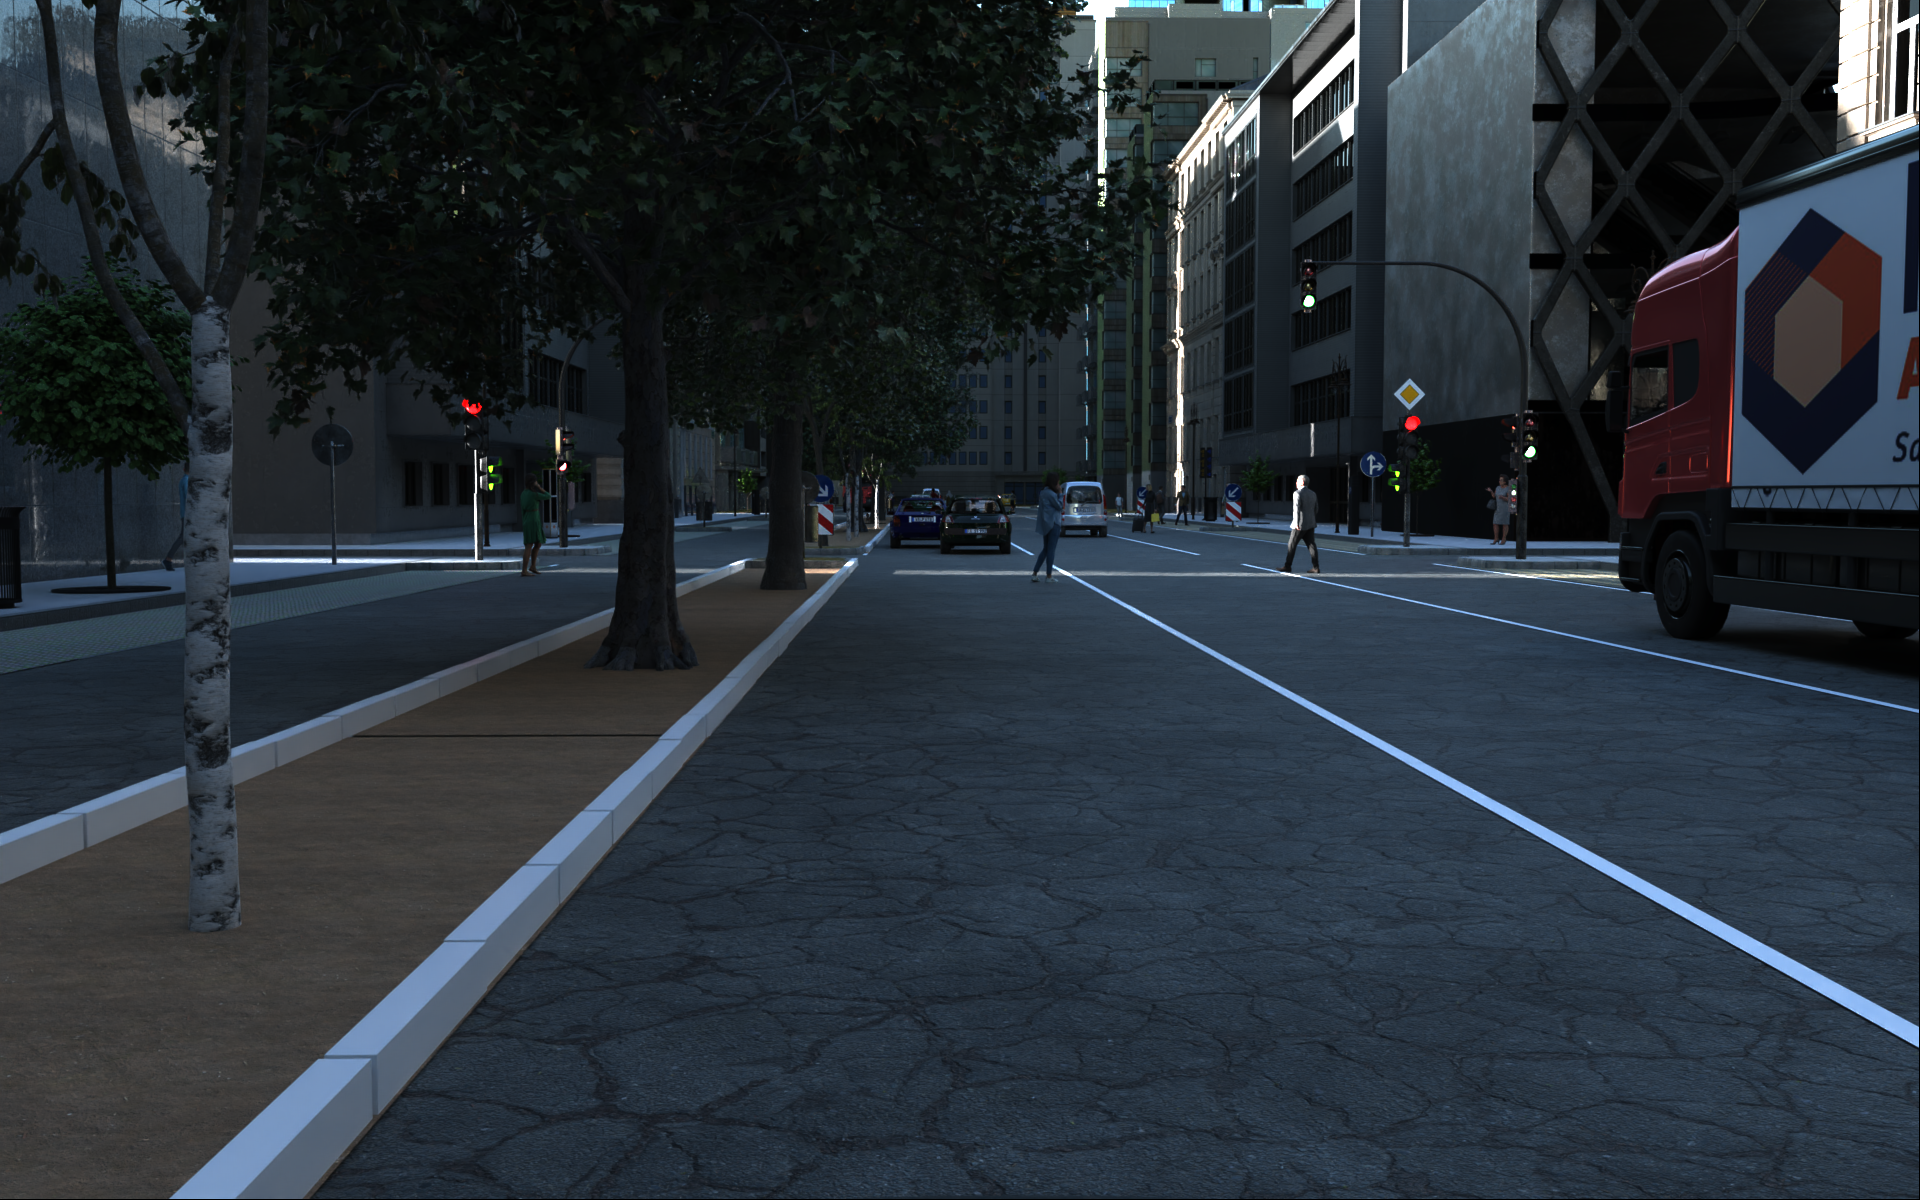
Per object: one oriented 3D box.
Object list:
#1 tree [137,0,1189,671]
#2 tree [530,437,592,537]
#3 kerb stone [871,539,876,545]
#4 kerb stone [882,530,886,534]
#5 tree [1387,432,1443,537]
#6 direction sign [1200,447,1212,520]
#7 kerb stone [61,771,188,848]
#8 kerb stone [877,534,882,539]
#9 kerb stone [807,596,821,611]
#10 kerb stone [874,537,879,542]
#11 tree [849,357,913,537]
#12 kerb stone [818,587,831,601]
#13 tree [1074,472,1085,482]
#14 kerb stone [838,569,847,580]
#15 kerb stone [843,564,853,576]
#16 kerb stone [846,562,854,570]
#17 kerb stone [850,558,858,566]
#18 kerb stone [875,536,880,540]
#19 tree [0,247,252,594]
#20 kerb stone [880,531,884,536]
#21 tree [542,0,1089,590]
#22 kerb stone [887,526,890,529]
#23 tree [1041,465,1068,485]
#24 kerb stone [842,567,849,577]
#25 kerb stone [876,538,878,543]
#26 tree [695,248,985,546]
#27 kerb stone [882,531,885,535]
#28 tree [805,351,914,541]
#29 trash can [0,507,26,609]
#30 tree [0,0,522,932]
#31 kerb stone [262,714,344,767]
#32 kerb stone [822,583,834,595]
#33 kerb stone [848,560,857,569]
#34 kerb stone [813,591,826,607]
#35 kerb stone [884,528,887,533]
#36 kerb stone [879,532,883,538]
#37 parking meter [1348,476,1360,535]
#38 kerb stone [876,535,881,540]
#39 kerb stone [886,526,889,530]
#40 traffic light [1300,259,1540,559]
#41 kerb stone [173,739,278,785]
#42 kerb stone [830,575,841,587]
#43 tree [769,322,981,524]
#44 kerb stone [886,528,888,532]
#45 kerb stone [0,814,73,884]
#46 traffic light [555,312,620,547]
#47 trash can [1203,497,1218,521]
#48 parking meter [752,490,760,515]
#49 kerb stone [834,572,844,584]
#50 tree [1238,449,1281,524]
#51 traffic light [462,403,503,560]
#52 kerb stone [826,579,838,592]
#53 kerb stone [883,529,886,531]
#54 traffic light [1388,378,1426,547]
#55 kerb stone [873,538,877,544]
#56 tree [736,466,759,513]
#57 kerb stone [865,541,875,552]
[{"bbox_3d":[-2.609,-5.792,14.163,9.611,12.733,9.660,0,3,0],"label":"tree"},{"bbox_3d":[-11.955,-3.502,51.864,1.663,3.219,1.824,0,3,0],"label":"tree"},{"bbox_3d":[-2.373,-1.453,45.951,0.120,0.150,1.000,0,4,-1],"label":"kerb stone"},{"bbox_3d":[-2.612,-2.139,57.223,0.120,0.150,1.000,0,4,-1],"label":"kerb stone"},{"bbox_3d":[13.782,-3.550,52.636,1.663,3.219,1.824,0,3,0],"label":"tree"},{"bbox_3d":[11.942,-5.638,84.179,0.379,3.537,0.876,-2,4,-29],"label":"direction sign"},{"bbox_3d":[-3.582,0.901,7.462,0.120,0.150,1.000,0,4,-1],"label":"kerb stone"},{"bbox_3d":[-2.501,-1.829,52.102,0.120,0.150,1.000,0,4,-1],"label":"kerb stone"},{"bbox_3d":[-1.789,0.082,20.853,0.120,0.150,1.000,0,4,-1],"label":"kerb stone"},{"bbox_3d":[-2.426,-1.639,49.031,0.120,0.150,1.000,0,4,-1],"label":"kerb stone"},{"bbox_3d":[-3.465,-6.406,57.556,4.360,8.622,3.978,0,3,0],"label":"tree"},{"bbox_3d":[-1.829,-0.043,22.899,0.120,0.150,1.000,0,4,-1],"label":"kerb stone"},{"bbox_3d":[10.391,-9.606,151.665,1.663,3.219,1.824,0,3,0],"label":"tree"},{"bbox_3d":[-1.952,-0.357,28.028,0.120,0.150,1.000,0,4,-1],"label":"kerb stone"},{"bbox_3d":[-1.991,-0.477,30.072,0.120,0.150,1.000,0,4,-1],"label":"kerb stone"},{"bbox_3d":[-2.023,-0.538,31.094,0.120,0.150,1.000,0,4,-1],"label":"kerb stone"},{"bbox_3d":[-2.067,-0.669,33.141,0.120,0.150,1.000,0,4,-1],"label":"kerb stone"},{"bbox_3d":[-2.451,-1.697,50.053,0.120,0.150,1.000,0,4,-1],"label":"kerb stone"},{"bbox_3d":[-11.170,-2.395,22.869,4.285,4.588,4.351,0,3,0],"label":"tree"},{"bbox_3d":[-2.579,-2.017,55.175,0.120,0.150,1.000,0,4,-1],"label":"kerb stone"},{"bbox_3d":[-2.655,-7.128,25.663,9.857,13.997,8.962,0,3,0],"label":"tree"},{"bbox_3d":[-2.783,-2.582,64.415,0.120,0.150,1.000,0,4,-1],"label":"kerb stone"},{"bbox_3d":[10.687,-12.907,194.743,4.285,4.588,4.351,0,3,0],"label":"tree"},{"bbox_3d":[-1.979,-0.413,29.050,0.120,0.150,1.000,0,4,-1],"label":"kerb stone"},{"bbox_3d":[-2.406,-1.572,48.006,0.120,0.150,1.000,0,4,-1],"label":"kerb stone"},{"bbox_3d":[-3.491,-6.583,44.499,8.767,10.594,7.601,0,4,-1],"label":"tree"},{"bbox_3d":[-2.596,-2.079,56.200,0.120,0.150,1.000,0,4,-1],"label":"kerb stone"},{"bbox_3d":[-3.360,-6.095,52.469,4.737,8.622,4.395,0,3,0],"label":"tree"},{"bbox_3d":[-10.896,-0.477,19.456,0.748,1.137,0.748,0,3,0],"label":"trash can"},{"bbox_3d":[-2.474,-3.233,5.678,4.360,8.622,3.978,0,3,0],"label":"tree"},{"bbox_3d":[-3.625,0.780,9.513,0.120,0.150,1.000,0,4,-1],"label":"kerb stone"},{"bbox_3d":[-1.855,-0.106,23.925,0.120,0.150,1.000,0,4,-1],"label":"kerb stone"},{"bbox_3d":[-2.042,-0.605,32.115,0.120,0.150,1.000,0,4,-1],"label":"kerb stone"},{"bbox_3d":[-1.808,0.026,21.875,0.120,0.150,1.000,0,4,-1],"label":"kerb stone"},{"bbox_3d":[-2.692,-2.331,60.300,0.120,0.150,1.000,0,4,-1],"label":"kerb stone"},{"bbox_3d":[-2.545,-1.953,54.151,0.120,0.150,1.000,0,4,-1],"label":"kerb stone"},{"bbox_3d":[12.450,-2.999,54.753,0.255,1.863,0.399,0,4,-6],"label":"parking meter"},{"bbox_3d":[-2.479,-1.767,51.080,0.120,0.150,1.000,0,4,-1],"label":"kerb stone"},{"bbox_3d":[-2.759,-2.519,63.375,0.120,0.150,1.000,0,4,-1],"label":"kerb stone"},{"bbox_3d":[8.939,-3.620,33.848,4.771,5.953,1.251,0,4,-1],"label":"traffic light"},{"bbox_3d":[-3.603,0.839,8.484,0.120,0.150,1.000,0,4,-1],"label":"kerb stone"},{"bbox_3d":[-1.907,-0.231,25.974,0.120,0.150,1.000,0,4,-1],"label":"kerb stone"},{"bbox_3d":[-4.081,-10.353,82.101,12.009,13.543,11.850,0,3,0],"label":"tree"},{"bbox_3d":[-2.710,-2.392,61.329,0.120,0.150,1.000,0,4,-1],"label":"kerb stone"},{"bbox_3d":[-3.561,0.964,6.440,0.120,0.150,1.000,0,4,-1],"label":"kerb stone"},{"bbox_3d":[-7.422,-4.095,41.621,4.771,5.953,1.251,0,4,-1],"label":"traffic light"},{"bbox_3d":[11.765,-4.261,81.319,0.748,1.137,0.748,0,3,0],"label":"trash can"},{"bbox_3d":[-13.281,-6.335,111.991,0.372,1.533,0.369,0,3,0],"label":"parking meter"},{"bbox_3d":[-1.926,-0.294,26.999,0.120,0.150,1.000,0,4,-1],"label":"kerb stone"},{"bbox_3d":[12.858,-4.912,74.920,1.663,3.219,1.824,0,3,0],"label":"tree"},{"bbox_3d":[-9.327,-2.730,33.555,0.839,4.253,0.868,0,4,-1],"label":"traffic light"},{"bbox_3d":[-1.877,-0.169,24.952,0.120,0.150,1.000,0,4,-1],"label":"kerb stone"},{"bbox_3d":[-2.639,-2.205,58.247,0.120,0.150,1.000,0,4,-1],"label":"kerb stone"},{"bbox_3d":[10.845,-3.248,42.020,0.839,4.253,0.868,0,4,-1],"label":"traffic light"},{"bbox_3d":[-2.382,-1.513,46.976,0.120,0.150,1.000,0,4,-1],"label":"kerb stone"},{"bbox_3d":[-14.333,-7.417,115.876,1.663,3.219,1.824,0,3,0],"label":"tree"},{"bbox_3d":[-2.345,-1.385,44.929,0.120,0.150,1.000,0,4,-1],"label":"kerb stone"}]
